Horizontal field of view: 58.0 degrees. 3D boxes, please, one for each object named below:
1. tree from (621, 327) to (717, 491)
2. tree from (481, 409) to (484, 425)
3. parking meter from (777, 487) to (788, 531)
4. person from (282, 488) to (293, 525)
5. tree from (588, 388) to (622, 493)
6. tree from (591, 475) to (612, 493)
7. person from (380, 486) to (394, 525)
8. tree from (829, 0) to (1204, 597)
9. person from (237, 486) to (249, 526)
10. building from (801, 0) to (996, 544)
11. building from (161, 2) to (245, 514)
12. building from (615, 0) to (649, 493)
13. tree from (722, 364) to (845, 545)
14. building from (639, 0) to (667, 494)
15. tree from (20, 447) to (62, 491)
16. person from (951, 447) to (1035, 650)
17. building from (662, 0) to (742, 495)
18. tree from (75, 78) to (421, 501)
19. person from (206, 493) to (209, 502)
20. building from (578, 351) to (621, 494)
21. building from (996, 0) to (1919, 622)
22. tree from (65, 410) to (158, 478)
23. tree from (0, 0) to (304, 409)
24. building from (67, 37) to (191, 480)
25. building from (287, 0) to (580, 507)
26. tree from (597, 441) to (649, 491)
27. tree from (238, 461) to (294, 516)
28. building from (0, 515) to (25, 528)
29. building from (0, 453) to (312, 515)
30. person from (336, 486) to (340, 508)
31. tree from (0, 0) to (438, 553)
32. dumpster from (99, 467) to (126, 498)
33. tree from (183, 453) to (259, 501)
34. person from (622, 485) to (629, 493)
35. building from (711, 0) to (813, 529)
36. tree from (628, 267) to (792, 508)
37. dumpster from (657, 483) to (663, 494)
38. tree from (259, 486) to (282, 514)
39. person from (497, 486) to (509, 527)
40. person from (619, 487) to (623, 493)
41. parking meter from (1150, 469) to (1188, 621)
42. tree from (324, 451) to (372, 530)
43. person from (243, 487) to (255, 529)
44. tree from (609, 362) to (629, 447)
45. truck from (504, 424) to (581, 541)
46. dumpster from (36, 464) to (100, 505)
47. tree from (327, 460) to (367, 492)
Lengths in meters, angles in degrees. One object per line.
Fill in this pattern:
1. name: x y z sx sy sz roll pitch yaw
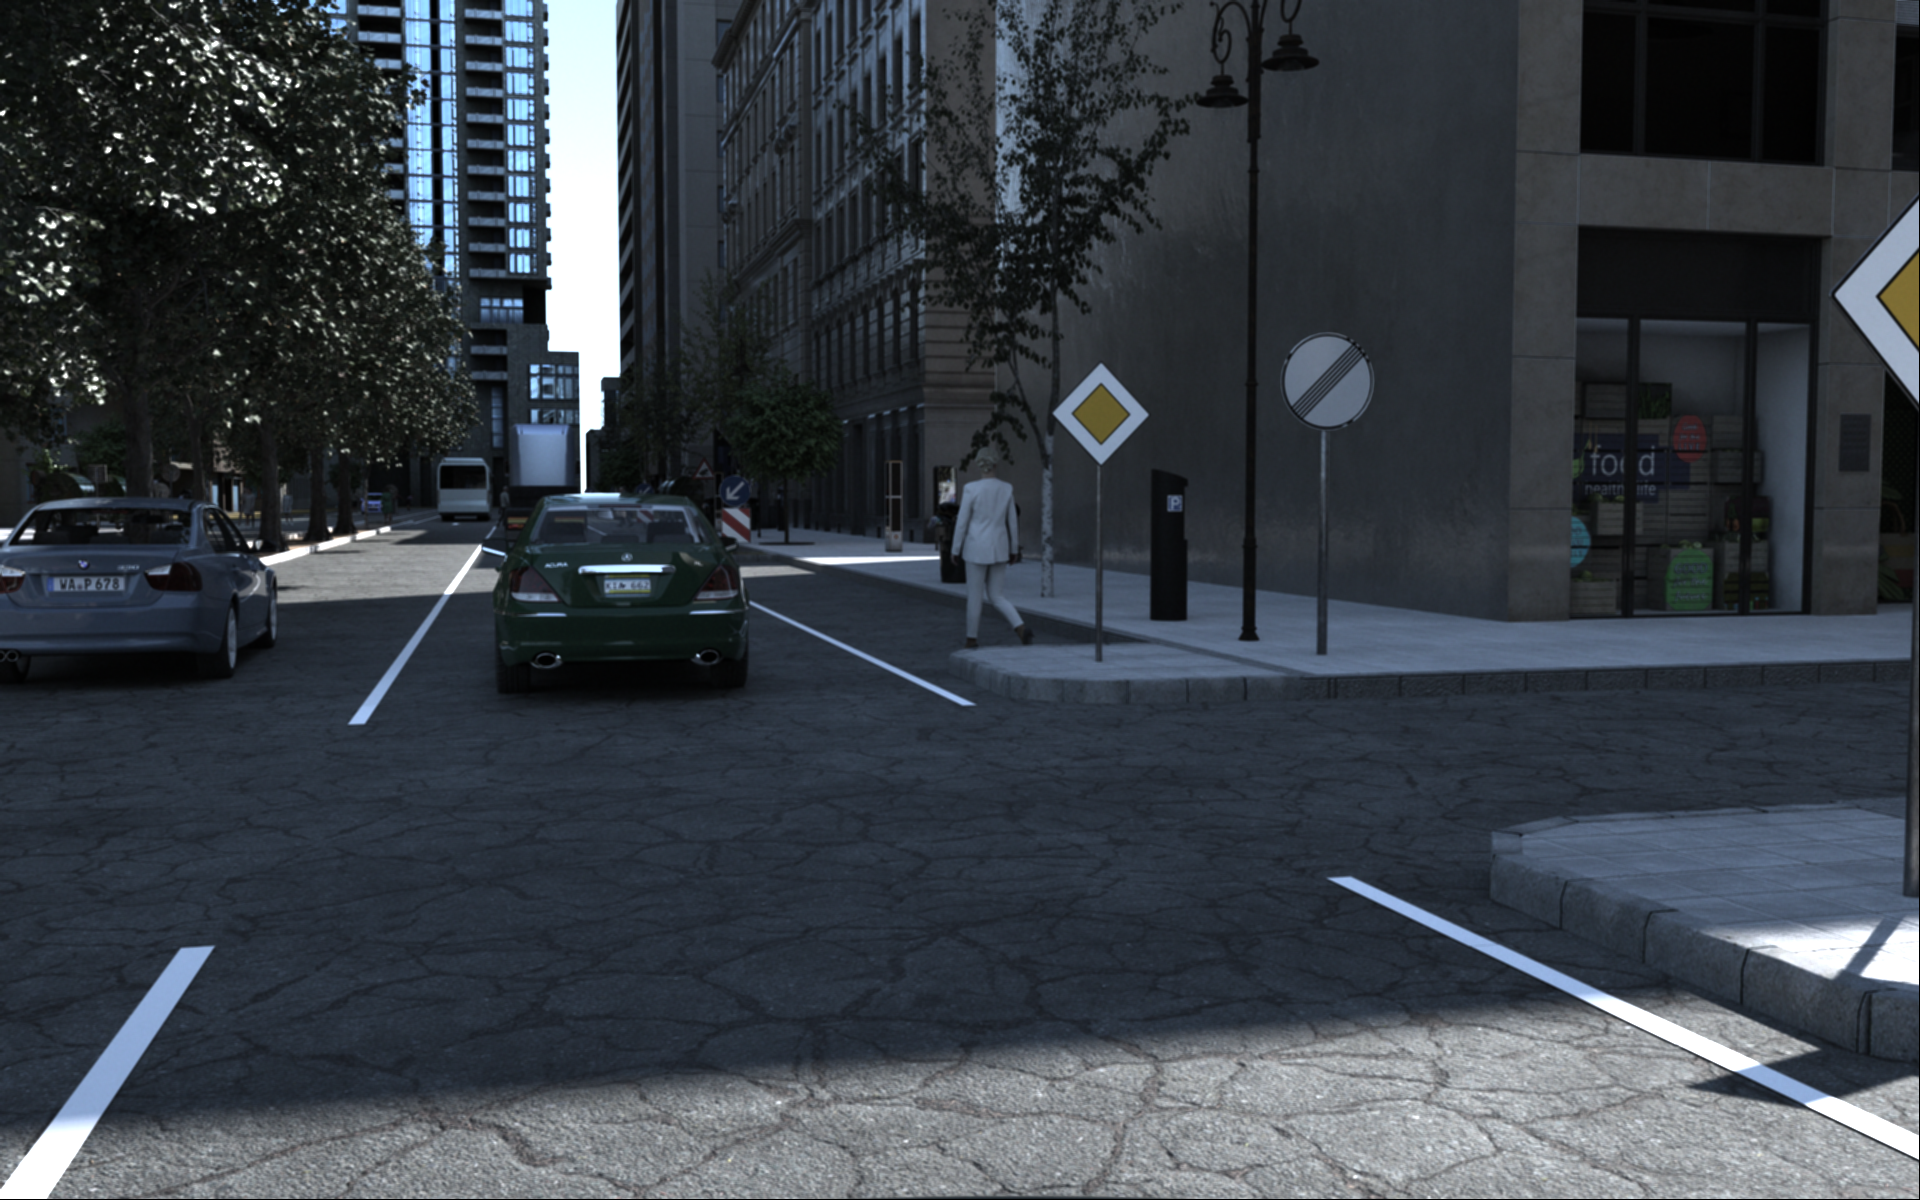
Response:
1. tree: -12.679 -7.686 76.032 4.360 8.622 3.978 0 3 0
2. tree: -19.586 -8.138 52.530 9.611 12.733 9.660 0 3 0
3. parking meter: -6.169 -3.176 60.336 0.372 1.533 0.369 0 3 0
4. person: -30.929 -4.291 79.663 0.512 1.701 0.522 -1 4 -9
5. tree: -23.783 -10.383 120.123 4.360 8.622 3.978 0 3 0
6. tree: -29.788 -9.196 144.958 1.663 3.219 1.824 0 3 0
7. person: -26.678 -4.397 80.636 0.600 1.795 0.529 -2 4 -28
8. tree: 0.859 -4.345 21.399 4.360 8.622 3.978 0 3 0
9. person: -31.878 -4.177 77.134 0.599 1.781 0.374 0 4 -2
10. building: 1.389 -12.519 53.837 9.793 20.994 18.267 -1 4 -14
11. building: -54.807 -28.226 111.613 14.600 45.320 14.200 -1 4 -14
12. building: -18.047 -32.150 149.350 21.300 48.544 21.600 -1 4 -14
13. tree: -4.433 -3.700 44.203 4.285 4.588 4.351 0 3 0
14. building: -16.542 -29.384 130.541 14.600 45.320 14.200 -1 4 -14
15. tree: -32.725 -4.131 62.145 1.663 3.219 1.824 0 3 0
16. person: 0.279 -0.409 15.071 0.818 1.842 0.514 3 5 41
17. building: -8.334 -34.761 110.347 21.231 58.520 28.212 -1 4 -14
18. tree: -14.879 -5.939 33.974 8.767 10.594 7.601 -1 4 -14
19. person: -30.888 -3.792 70.594 0.850 1.850 0.679 -1 4 -20
20. building: -24.276 -53.263 183.522 31.000 86.520 22.319 -1 4 -14
21. building: 19.580 -13.790 29.981 34.151 26.468 19.350 -1 4 -14
22. tree: -33.067 -5.138 67.728 4.285 4.588 4.351 0 3 0
23. tree: -9.680 -6.417 14.031 9.857 13.997 8.962 0 3 0
24. building: -56.686 -30.593 89.428 28.713 52.752 27.495 -1 4 -14
25. building: -55.254 -52.813 176.167 31.000 86.520 22.319 -1 4 -14
26. tree: -21.086 -7.631 108.476 4.285 4.588 4.351 0 3 0
27. tree: -41.329 -7.314 103.297 4.285 4.588 4.351 0 3 0
28. building: -47.970 -12.950 56.769 27.650 21.520 28.899 -1 4 -14
29. building: -67.414 -17.722 134.793 28.899 21.520 27.650 -1 4 -14
30. person: -27.516 -4.203 77.198 0.573 1.828 0.580 1 4 14
31. tree: -16.975 -7.516 42.344 9.611 12.733 9.660 0 3 0
32. dumpster: -30.567 -3.645 62.091 1.502 2.255 1.985 -1 4 -14
33. tree: -37.617 -8.280 85.748 4.737 8.622 4.395 0 3 0
34. person: -14.687 -4.110 75.802 0.767 1.812 0.694 1 4 21
35. building: -3.203 -17.005 75.298 12.463 27.353 25.104 -1 4 -14
36. tree: -7.237 -6.426 55.420 4.737 8.622 4.395 0 3 0
37. dumpster: -11.948 -4.070 72.305 1.264 1.857 1.865 -1 4 -14
38. tree: -43.750 -9.816 110.850 4.737 8.622 4.395 0 3 0
39. person: -19.711 -4.043 75.087 0.782 1.767 0.515 3 5 42
40. person: -15.849 -4.413 81.130 0.782 1.767 0.515 2 4 30
41. parking meter: 2.128 -0.564 17.630 0.372 1.533 0.369 0 3 0
42. tree: -23.746 -7.109 69.054 4.360 8.622 3.978 0 3 0
43. person: -29.405 -3.819 71.699 0.466 1.731 0.760 -1 4 -17
44. tree: -16.481 -8.638 91.591 4.737 8.622 4.395 0 3 0
45. truck: -14.704 -4.369 61.199 2.967 4.110 18.799 -1 4 -14
46. dumpster: -29.216 -3.301 56.459 1.502 2.255 1.985 -1 4 -14
47. tree: -52.592 -10.091 148.700 4.285 4.588 4.351 0 3 0
